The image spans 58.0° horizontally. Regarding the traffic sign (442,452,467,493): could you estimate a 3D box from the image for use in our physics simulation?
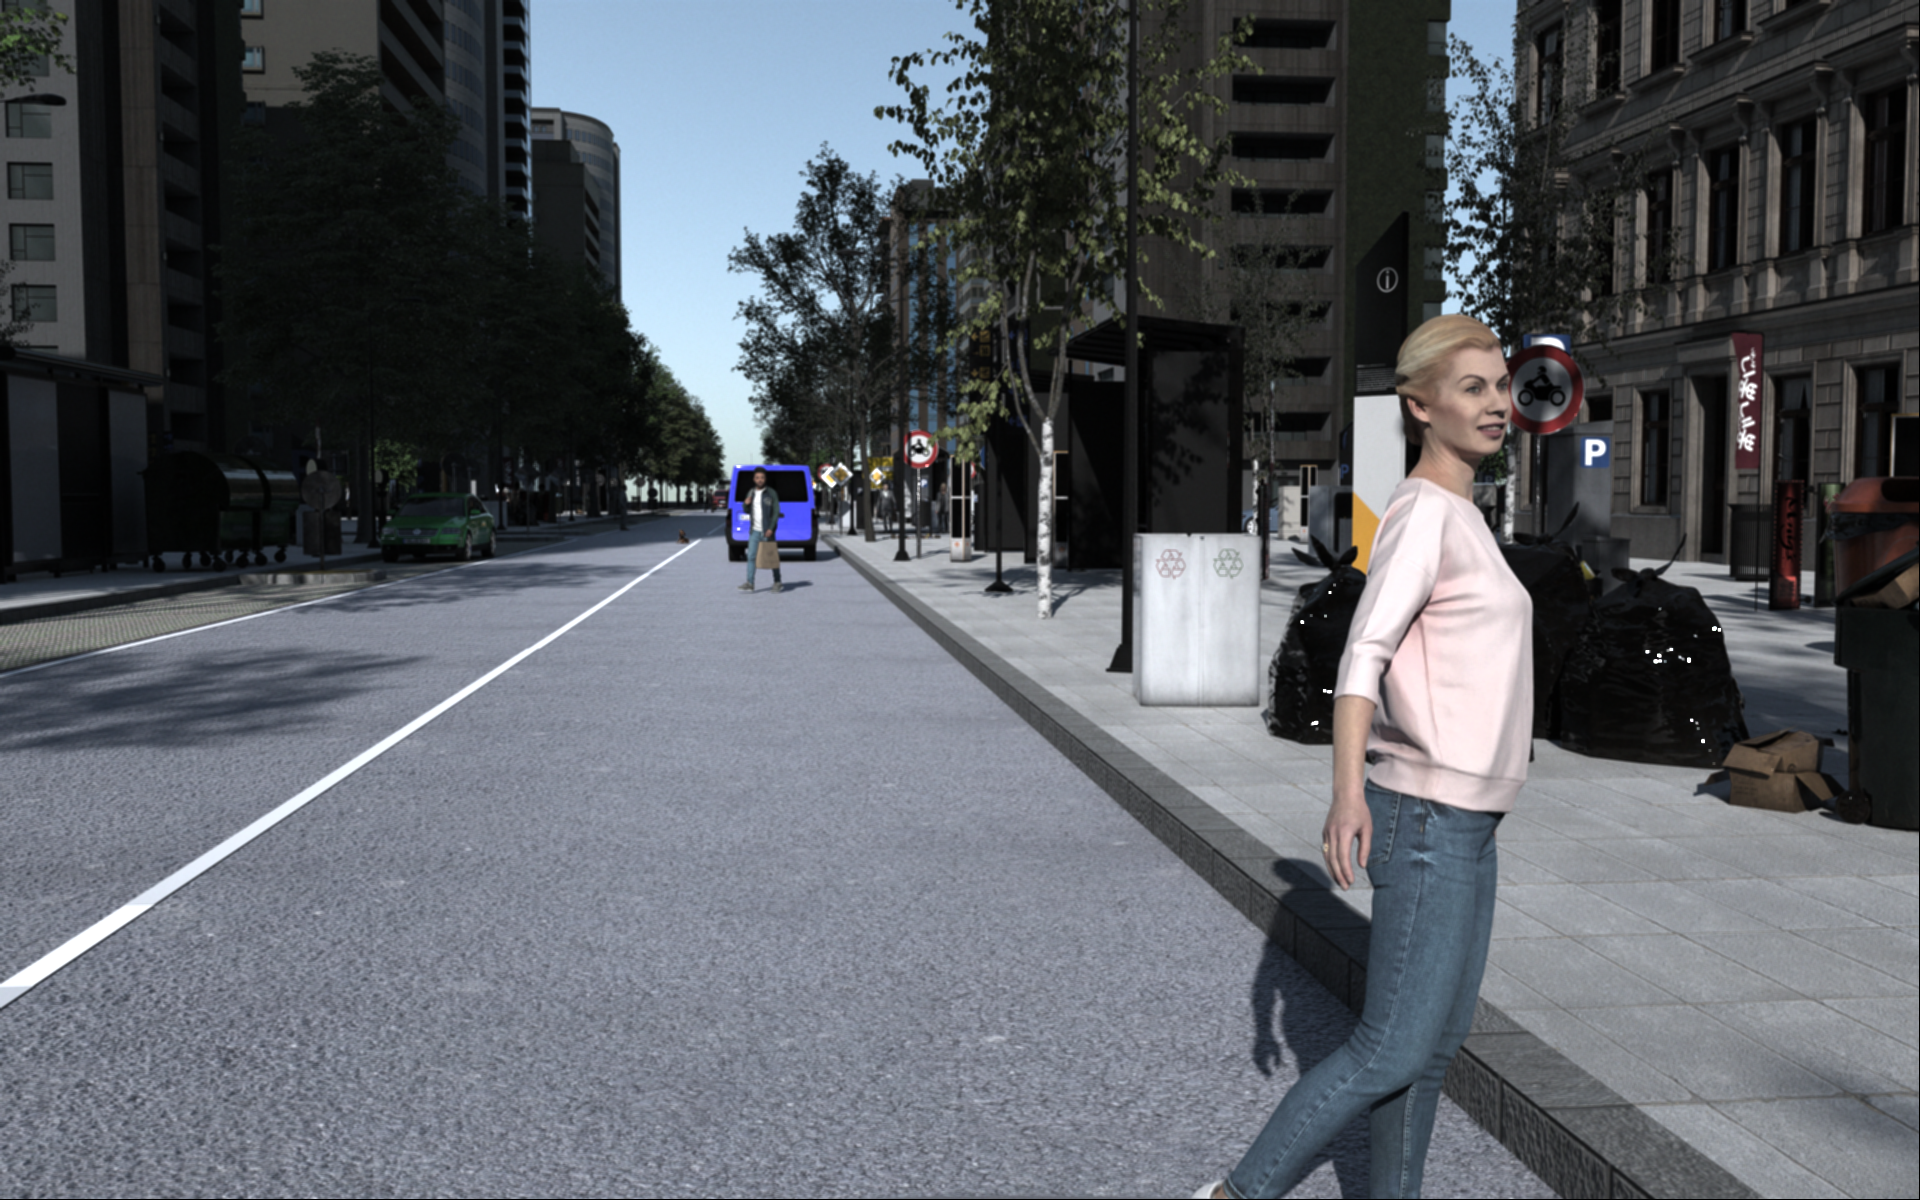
[{"bbox_3d":[-15.324,-3.206,52.530,0.768,2.556,0.104,0,4,1],"label":"traffic sign"}]

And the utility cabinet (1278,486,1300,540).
[{"bbox_3d":[9.437,-2.418,48.213,1.173,1.500,0.318,-1,4,-19],"label":"utility cabinet"}]

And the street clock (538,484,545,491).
[{"bbox_3d":[-29.149,-7.104,120.716,0.471,2.002,0.358,-2,4,-33],"label":"street clock"}]

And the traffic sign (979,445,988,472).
[{"bbox_3d":[0.838,-2.571,42.141,0.768,2.556,0.104,0,3,0],"label":"traffic sign"}]

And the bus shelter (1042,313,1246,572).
[{"bbox_3d":[2.614,-2.103,25.662,1.731,3.624,6.357,0,4,-6],"label":"bus shelter"}]

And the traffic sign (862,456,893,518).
[{"bbox_3d":[-4.178,-6.091,93.454,2.265,3.308,0.079,0,4,2],"label":"traffic sign"}]

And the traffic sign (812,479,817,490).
[{"bbox_3d":[-9.649,-6.908,114.129,0.795,2.450,0.064,0,4,3],"label":"traffic sign"}]

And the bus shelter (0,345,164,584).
[{"bbox_3d":[-14.509,-2.946,25.796,2.179,5.291,8.768,0,4,-6],"label":"bus shelter"}]

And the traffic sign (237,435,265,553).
[{"bbox_3d":[-15.366,-2.292,37.576,0.768,2.556,0.104,0,4,-4],"label":"traffic sign"}]

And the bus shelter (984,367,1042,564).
[{"bbox_3d":[1.361,-2.666,34.872,1.731,3.624,6.357,0,4,-6],"label":"bus shelter"}]

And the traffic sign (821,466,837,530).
[{"bbox_3d":[-4.578,-3.560,61.840,0.795,2.450,0.064,0,4,-6],"label":"traffic sign"}]

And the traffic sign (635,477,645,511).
[{"bbox_3d":[-23.872,-7.903,129.314,0.768,2.556,0.104,0,4,-3],"label":"traffic sign"}]

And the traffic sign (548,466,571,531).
[{"bbox_3d":[-14.068,-3.497,60.824,0.795,2.450,0.064,0,4,-6],"label":"traffic sign"}]

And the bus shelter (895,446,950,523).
[{"bbox_3d":[-1.541,-4.871,73.569,2.014,3.302,5.546,0,4,-6],"label":"bus shelter"}]

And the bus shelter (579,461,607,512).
[{"bbox_3d":[-26.467,-8.230,125.839,1.731,3.624,6.357,0,4,-6],"label":"bus shelter"}]

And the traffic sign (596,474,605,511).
[{"bbox_3d":[-22.793,-6.683,109.372,0.768,2.556,0.104,0,4,-4],"label":"traffic sign"}]

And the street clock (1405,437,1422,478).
[{"bbox_3d":[4.506,-0.769,17.142,0.471,2.002,0.358,-3,5,-41],"label":"street clock"}]

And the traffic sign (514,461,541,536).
[{"bbox_3d":[-13.197,-3.012,52.886,0.795,2.450,0.064,0,4,-6],"label":"traffic sign"}]

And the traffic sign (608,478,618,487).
[{"bbox_3d":[-27.064,-8.257,135.104,0.768,2.556,0.104,0,4,1],"label":"traffic sign"}]

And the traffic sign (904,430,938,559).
[{"bbox_3d":[-0.816,-2.094,34.336,0.768,2.556,0.104,0,4,-5],"label":"traffic sign"}]

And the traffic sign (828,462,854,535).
[{"bbox_3d":[-3.708,-3.074,53.903,0.795,2.450,0.064,0,4,-6],"label":"traffic sign"}]

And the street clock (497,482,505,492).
[{"bbox_3d":[-27.069,-5.971,102.189,0.358,2.002,0.471,2,4,33],"label":"street clock"}]

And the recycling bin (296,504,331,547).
[{"bbox_3d":[-15.863,-1.835,42.554,0.722,1.027,0.722,-1,4,-9],"label":"recycling bin"}]

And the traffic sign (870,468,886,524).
[{"bbox_3d":[-3.615,-4.539,75.404,0.795,2.450,0.064,0,4,-3],"label":"traffic sign"}]

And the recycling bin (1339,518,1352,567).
[{"bbox_3d":[4.338,-0.324,17.859,0.722,1.027,0.722,0,4,-1],"label":"recycling bin"}]

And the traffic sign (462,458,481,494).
[{"bbox_3d":[-17.313,-3.738,61.215,0.768,2.556,0.104,0,4,0],"label":"traffic sign"}]

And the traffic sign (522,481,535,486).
[{"bbox_3d":[-21.604,-5.176,86.762,0.606,2.300,0.079,0,4,-4],"label":"traffic sign"}]

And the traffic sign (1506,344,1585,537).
[{"bbox_3d":[4.941,-0.900,14.827,0.768,2.556,0.104,0,4,-6],"label":"traffic sign"}]

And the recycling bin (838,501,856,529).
[{"bbox_3d":[-4.116,-3.162,64.246,0.722,1.027,0.722,-1,4,-12],"label":"recycling bin"}]

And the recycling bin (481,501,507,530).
[{"bbox_3d":[-16.846,-3.057,62.544,0.722,1.027,0.722,3,5,43],"label":"recycling bin"}]

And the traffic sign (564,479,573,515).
[{"bbox_3d":[-24.515,-6.587,107.697,0.884,2.594,0.081,0,4,-2],"label":"traffic sign"}]

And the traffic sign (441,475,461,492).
[{"bbox_3d":[-22.551,-4.693,76.727,0.884,2.594,0.081,0,4,1],"label":"traffic sign"}]

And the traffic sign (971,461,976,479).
[{"bbox_3d":[0.223,-3.850,63.046,0.768,2.556,0.104,0,4,2],"label":"traffic sign"}]

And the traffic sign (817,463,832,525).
[{"bbox_3d":[-5.552,-4.411,72.220,0.768,2.556,0.104,0,4,3],"label":"traffic sign"}]

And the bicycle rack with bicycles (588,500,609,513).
[{"bbox_3d":[-23.685,-6.202,114.782,2.852,0.926,2.925,1,4,10],"label":"bicycle rack with bicycles"}]

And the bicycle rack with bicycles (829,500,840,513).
[{"bbox_3d":[-7.344,-6.293,116.266,2.852,0.926,2.925,2,4,28],"label":"bicycle rack with bicycles"}]

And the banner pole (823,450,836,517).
[{"bbox_3d":[-7.329,-6.595,97.844,0.863,3.779,0.401,-3,4,-37],"label":"banner pole"}]

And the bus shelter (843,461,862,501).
[{"bbox_3d":[-6.513,-7.081,109.697,2.014,3.302,5.546,0,4,-6],"label":"bus shelter"}]

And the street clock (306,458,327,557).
[{"bbox_3d":[-13.091,-1.878,35.273,0.471,2.002,0.358,3,5,41],"label":"street clock"}]

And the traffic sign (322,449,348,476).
[{"bbox_3d":[-14.308,-2.296,39.670,0.606,2.300,0.079,0,4,2],"label":"traffic sign"}]

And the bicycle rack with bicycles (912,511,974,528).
[{"bbox_3d":[-0.221,-3.224,66.101,2.925,0.926,2.852,0,4,8],"label":"bicycle rack with bicycles"}]

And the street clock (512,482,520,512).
[{"bbox_3d":[-25.907,-5.900,101.040,0.358,2.002,0.471,2,4,26],"label":"street clock"}]

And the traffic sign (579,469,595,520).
[{"bbox_3d":[-18.629,-5.287,86.542,0.768,2.556,0.104,0,4,-5],"label":"traffic sign"}]

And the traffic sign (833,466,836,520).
[{"bbox_3d":[-5.684,-4.732,77.476,0.768,2.556,0.104,0,4,1],"label":"traffic sign"}]

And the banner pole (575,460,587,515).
[{"bbox_3d":[-23.423,-7.146,106.850,0.401,3.779,0.863,3,5,43],"label":"banner pole"}]

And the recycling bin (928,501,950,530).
[{"bbox_3d":[-0.688,-3.047,62.372,0.722,1.027,0.722,1,4,22],"label":"recycling bin"}]

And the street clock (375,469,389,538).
[{"bbox_3d":[-16.767,-2.794,50.246,0.471,2.002,0.358,3,5,39],"label":"street clock"}]

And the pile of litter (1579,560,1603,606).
[{"bbox_3d":[4.360,0.089,12.507,1.719,0.858,1.176,2,4,33],"label":"pile of litter"}]
